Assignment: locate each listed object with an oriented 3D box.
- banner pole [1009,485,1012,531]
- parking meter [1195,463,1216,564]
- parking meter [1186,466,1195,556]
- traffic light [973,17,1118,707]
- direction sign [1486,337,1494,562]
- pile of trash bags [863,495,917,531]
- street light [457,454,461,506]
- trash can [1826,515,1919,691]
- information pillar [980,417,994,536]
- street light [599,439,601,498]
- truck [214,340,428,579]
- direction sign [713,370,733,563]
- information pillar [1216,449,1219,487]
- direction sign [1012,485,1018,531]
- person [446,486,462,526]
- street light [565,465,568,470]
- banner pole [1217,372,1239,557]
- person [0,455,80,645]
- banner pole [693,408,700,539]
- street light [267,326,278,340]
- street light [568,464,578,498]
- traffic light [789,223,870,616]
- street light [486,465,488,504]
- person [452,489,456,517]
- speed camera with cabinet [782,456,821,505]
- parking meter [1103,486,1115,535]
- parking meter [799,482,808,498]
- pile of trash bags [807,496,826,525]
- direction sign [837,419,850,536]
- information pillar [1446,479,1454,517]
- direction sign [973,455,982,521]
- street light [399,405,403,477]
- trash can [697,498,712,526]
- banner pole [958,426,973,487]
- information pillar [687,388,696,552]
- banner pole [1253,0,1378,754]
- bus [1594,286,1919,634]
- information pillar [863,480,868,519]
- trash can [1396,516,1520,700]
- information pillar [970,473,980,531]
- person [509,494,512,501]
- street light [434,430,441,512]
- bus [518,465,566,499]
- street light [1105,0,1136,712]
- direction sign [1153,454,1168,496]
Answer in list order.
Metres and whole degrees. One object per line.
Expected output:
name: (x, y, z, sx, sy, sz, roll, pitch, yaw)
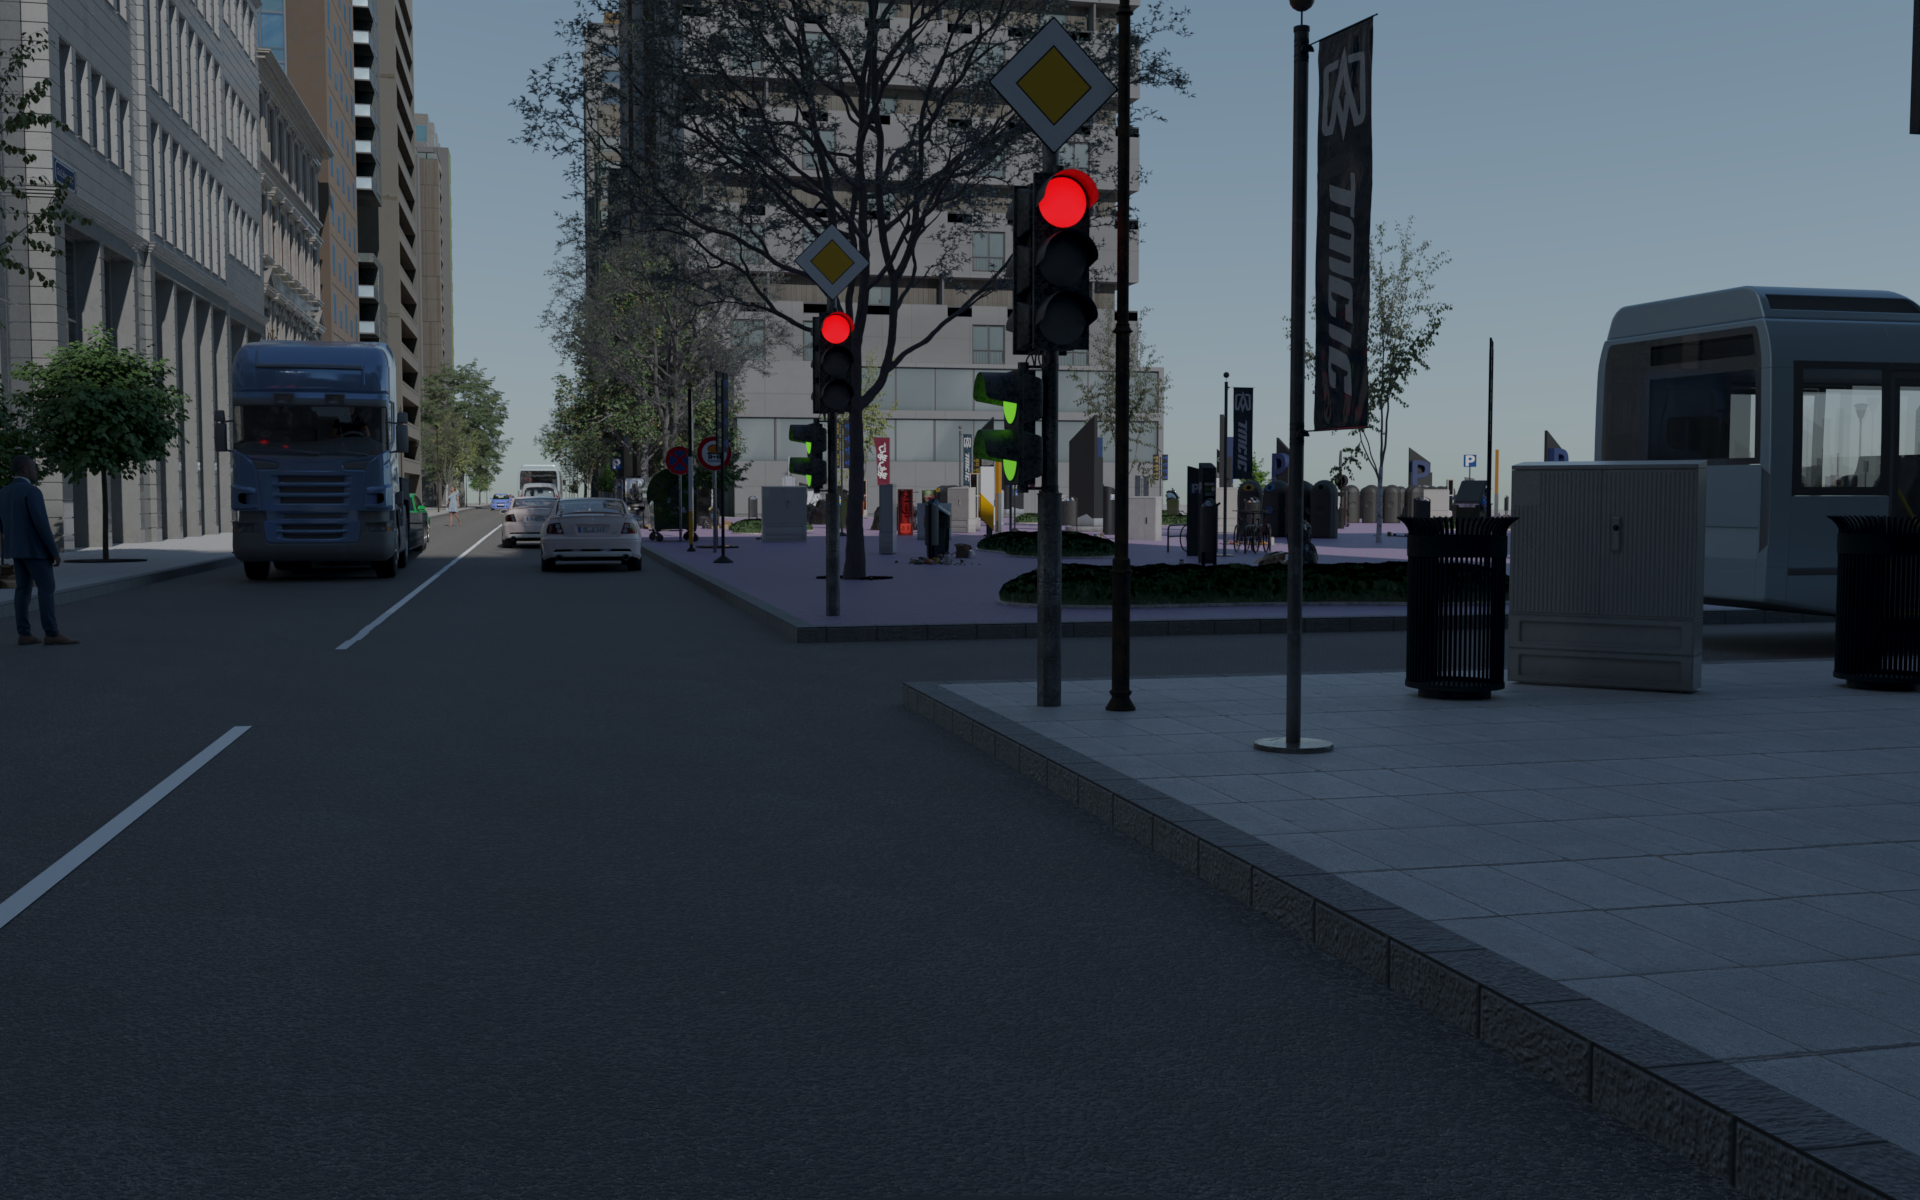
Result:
banner pole: (1.515, -3.296, 43.905, 0.863, 3.779, 0.401, 0, 4, -5)
parking meter: (4.572, -1.611, 32.043, 0.255, 1.863, 0.399, 0, 4, -6)
parking meter: (4.907, -1.842, 35.834, 0.399, 1.863, 0.255, 1, 4, 20)
traffic light: (0.521, -1.313, 10.384, 0.839, 4.253, 0.868, -1, 4, -14)
direction sign: (7.797, -2.049, 25.506, 0.379, 3.537, 0.876, 1, 4, 19)
pile of trash bags: (-2.457, -3.134, 60.991, 3.447, 1.369, 1.912, -3, 4, -38)
street light: (-44.711, -11.112, 154.473, 0.468, 5.910, 1.993, -1, 4, -14)
trash can: (6.128, 0.013, 11.449, 0.748, 1.137, 0.748, 0, 3, 0)
information pillar: (0.823, -3.737, 52.452, 0.504, 3.616, 0.183, -2, 4, -32)
street light: (-21.168, -7.887, 101.746, 0.468, 5.910, 1.993, -1, 4, -14)
truck: (-12.698, -2.836, 36.132, 2.967, 4.110, 18.799, -1, 4, -15)
direction sign: (-4.417, -2.459, 32.200, 0.379, 3.537, 0.876, 0, 4, 6)
information pillar: (13.435, -5.988, 89.253, 0.504, 3.616, 0.183, 0, 4, -6)
direction sign: (1.859, -4.082, 58.734, 0.379, 3.537, 0.876, -2, 4, -24)
person: (-22.542, -4.186, 77.039, 0.616, 1.811, 0.778, 2, 4, 24)
street light: (-48.393, -14.782, 214.475, 0.468, 5.910, 1.993, -1, 4, -14)
banner pole: (5.672, -2.791, 35.644, 0.863, 3.779, 0.401, -1, 4, -19)
person: (-8.826, -0.475, 16.453, 0.721, 1.800, 0.419, 1, 4, 16)
banner pole: (-7.722, -3.677, 50.140, 0.401, 3.779, 0.863, 0, 4, -5)
street light: (-18.892, -4.586, 47.774, 0.468, 5.910, 1.993, -1, 4, -14)
street light: (-40.751, -12.841, 182.744, 0.468, 5.910, 1.993, -1, 4, -14)
traffic light: (-1.357, -1.787, 18.146, 0.839, 4.253, 0.868, -1, 4, -14)
street light: (-64.333, -16.061, 235.378, 0.468, 5.910, 1.993, -1, 4, -14)
person: (-31.978, -6.185, 109.256, 0.705, 1.869, 1.348, -1, 4, -23)
speed camera with cabinet: (-8.294, -5.905, 90.887, 2.038, 3.252, 0.660, 0, 4, -4)
parking meter: (4.685, -2.820, 54.523, 0.372, 1.533, 0.369, 0, 3, 0)
parking meter: (-7.836, -4.950, 86.649, 0.399, 1.863, 0.255, 1, 4, 12)
pile of trash bags: (-6.234, -3.870, 73.032, 3.447, 1.369, 1.912, -2, 4, -24)
direction sign: (-3.595, -3.710, 52.656, 0.379, 3.537, 0.876, 3, 5, 41)
information pillar: (24.462, -5.017, 86.521, 0.304, 2.012, 0.304, 0, 4, 1)
direction sign: (1.030, -5.546, 82.679, 0.876, 3.537, 0.379, 1, 4, 22)
street light: (-29.168, -7.196, 90.436, 0.468, 5.910, 1.993, -1, 4, -14)
trash can: (-10.354, -3.570, 70.023, 0.748, 1.137, 0.748, 0, 3, 0)
banner pole: (0.164, -4.496, 63.518, 0.401, 3.779, 0.863, 3, 5, 44)
information pillar: (-6.011, -2.894, 38.672, 0.183, 3.616, 0.504, 0, 4, -6)
banner pole: (1.760, -1.125, 8.408, 0.401, 3.779, 0.863, -1, 4, -20)
bus: (13.103, -1.403, 17.792, 13.247, 3.499, 2.948, -1, 4, -14)
information pillar: (-4.978, -5.242, 90.198, 0.304, 2.012, 0.304, 0, 4, 7)
trash can: (3.142, 0.042, 10.972, 0.748, 1.137, 0.748, 0, 3, 0)
information pillar: (0.532, -3.434, 60.640, 0.304, 2.012, 0.304, 1, 4, 19)
person: (-40.938, -8.915, 157.492, 0.421, 1.427, 0.697, -2, 4, -34)
street light: (-37.012, -9.172, 122.756, 0.468, 5.910, 1.993, -1, 4, -14)
bus: (-27.663, -7.319, 114.527, 2.948, 3.499, 13.247, -1, 4, -12)
street light: (0.954, -2.283, 10.115, 0.468, 5.910, 1.993, -1, 4, -14)
direction sign: (11.412, -6.526, 98.701, 0.876, 3.537, 0.379, 0, 4, -6)
